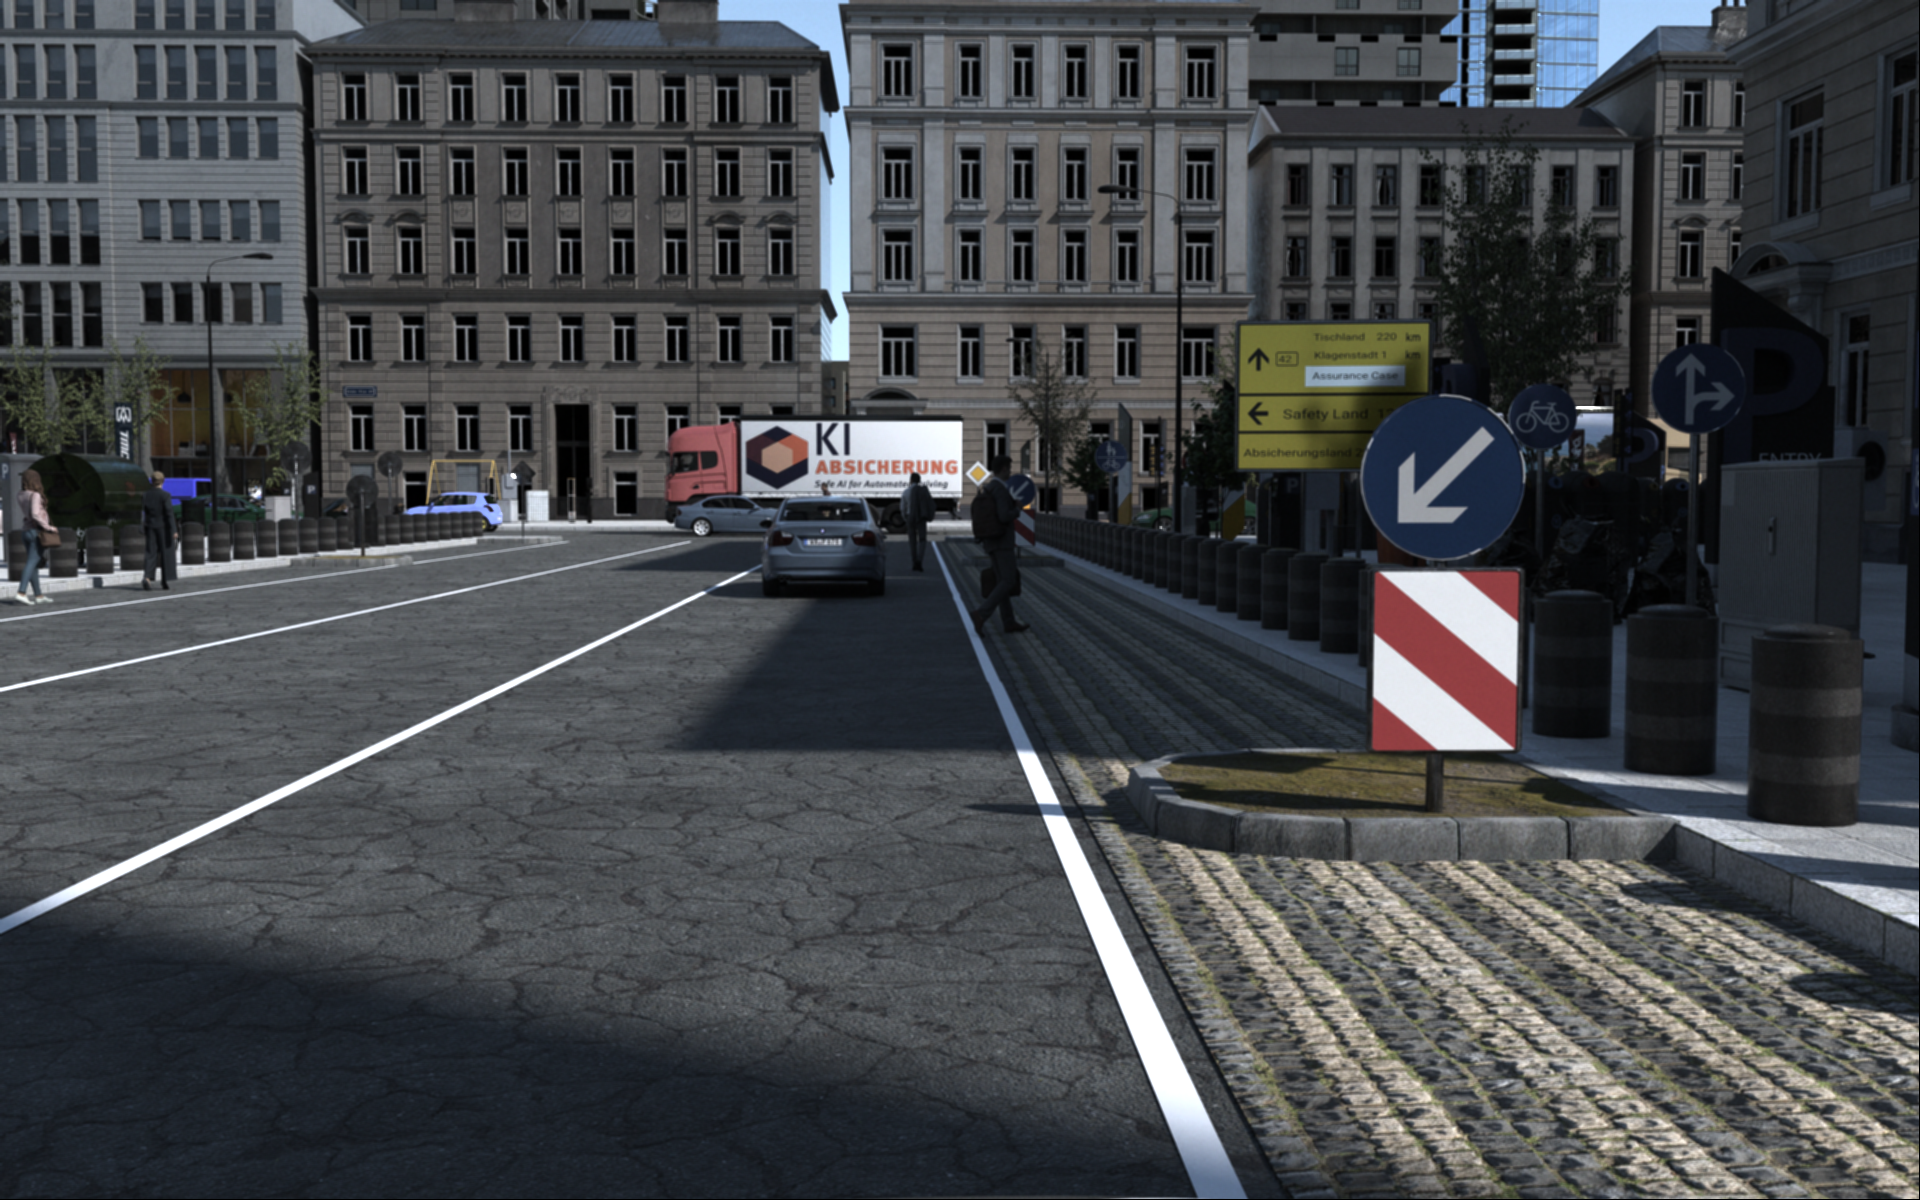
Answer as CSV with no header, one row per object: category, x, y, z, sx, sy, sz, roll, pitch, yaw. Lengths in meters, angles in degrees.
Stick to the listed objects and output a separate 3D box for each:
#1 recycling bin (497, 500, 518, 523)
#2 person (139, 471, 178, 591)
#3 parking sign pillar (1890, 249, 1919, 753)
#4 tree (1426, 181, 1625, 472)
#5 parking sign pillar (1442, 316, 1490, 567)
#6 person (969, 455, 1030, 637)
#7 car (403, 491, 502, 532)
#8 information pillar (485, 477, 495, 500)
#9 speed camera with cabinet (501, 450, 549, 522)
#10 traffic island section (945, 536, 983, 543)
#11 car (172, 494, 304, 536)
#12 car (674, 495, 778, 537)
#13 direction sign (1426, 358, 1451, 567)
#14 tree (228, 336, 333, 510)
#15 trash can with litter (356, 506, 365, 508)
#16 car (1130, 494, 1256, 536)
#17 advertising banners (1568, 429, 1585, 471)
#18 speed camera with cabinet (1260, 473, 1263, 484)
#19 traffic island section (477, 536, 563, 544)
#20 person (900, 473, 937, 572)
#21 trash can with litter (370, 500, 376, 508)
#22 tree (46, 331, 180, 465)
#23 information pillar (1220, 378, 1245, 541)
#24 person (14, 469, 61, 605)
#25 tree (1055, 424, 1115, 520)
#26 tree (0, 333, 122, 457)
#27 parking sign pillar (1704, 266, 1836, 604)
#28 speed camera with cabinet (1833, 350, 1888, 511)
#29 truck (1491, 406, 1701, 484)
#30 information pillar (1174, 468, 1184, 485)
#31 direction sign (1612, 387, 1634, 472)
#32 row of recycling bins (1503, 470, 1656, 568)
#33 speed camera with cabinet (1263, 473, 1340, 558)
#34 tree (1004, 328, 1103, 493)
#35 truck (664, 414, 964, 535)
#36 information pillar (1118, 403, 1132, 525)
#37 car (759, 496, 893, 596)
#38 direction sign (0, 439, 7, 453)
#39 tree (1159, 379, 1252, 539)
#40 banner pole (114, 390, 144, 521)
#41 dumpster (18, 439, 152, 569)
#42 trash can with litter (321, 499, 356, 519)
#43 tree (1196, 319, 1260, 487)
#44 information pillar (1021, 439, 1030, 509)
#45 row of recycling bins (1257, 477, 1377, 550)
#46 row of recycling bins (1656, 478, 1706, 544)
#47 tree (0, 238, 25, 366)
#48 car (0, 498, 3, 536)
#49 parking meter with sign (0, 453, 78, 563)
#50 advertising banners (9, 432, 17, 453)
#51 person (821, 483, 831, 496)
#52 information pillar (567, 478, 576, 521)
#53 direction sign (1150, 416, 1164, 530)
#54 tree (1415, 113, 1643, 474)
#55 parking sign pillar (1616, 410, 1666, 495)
recycling bin,-20.061,-3.928,76.773,0.722,1.027,0.722,1,4,10
person,-11.937,-1.033,25.815,0.576,1.772,0.534,-1,4,-11
parking sign pillar,5.468,-1.227,8.537,1.447,3.967,1.447,1,4,19
tree,13.117,-5.501,40.305,4.360,8.622,3.978,0,3,0
parking sign pillar,7.480,-2.272,25.616,1.447,3.967,1.447,0,4,5
person,0.377,-0.561,17.640,0.822,1.834,0.622,-2,4,-31
car,-19.249,-3.419,65.490,3.694,1.707,1.945,0,4,-2
information pillar,-20.275,-4.298,74.770,0.304,2.012,0.304,-3,4,-38
speed camera with cabinet,-19.683,-5.137,78.327,2.038,3.252,0.660,-1,4,-20
traffic island section,0.561,-1.801,51.728,2.009,0.180,2.903,0,4,-2
car,-23.903,-2.783,57.304,4.920,1.459,2.131,0,4,-3
car,-7.446,-2.870,58.924,4.499,1.417,2.014,0,4,-3
direction sign,7.728,-2.249,28.775,0.876,3.537,0.379,-1,4,-16
tree,-31.239,-7.948,80.320,4.737,8.622,4.395,0,3,0
trash can with litter,-25.441,-3.804,73.586,0.624,1.170,1.055,-2,4,-26
car,8.200,-2.845,58.311,4.920,1.459,2.131,0,4,-1
advertising banners,17.066,-3.055,46.133,0.090,3.025,2.074,-3,4,-38
speed camera with cabinet,8.993,-3.152,45.868,2.038,3.252,0.660,2,4,34
traffic island section,-12.975,-1.779,51.360,2.009,0.180,2.903,0,4,-2
person,-0.773,-1.444,32.216,0.679,1.850,0.850,0,4,3
trash can with litter,-26.853,-4.171,79.259,1.678,1.210,2.233,-2,4,-35
tree,-37.273,-7.779,77.545,4.737,8.622,4.395,0,3,0
information pillar,5.550,-2.682,35.212,0.504,3.616,0.183,-1,4,-12
person,-12.096,-0.823,22.550,0.593,1.750,0.643,2,4,32
tree,3.454,-3.249,47.724,1.663,3.219,1.824,0,3,0
tree,-42.482,-7.939,80.169,4.737,8.622,4.395,0,3,0
parking sign pillar,9.549,-1.954,20.417,1.447,3.967,1.447,1,4,9
speed camera with cabinet,11.626,-1.785,23.516,2.038,3.252,0.660,-1,4,-22
truck,18.825,-4.125,56.364,11.283,4.237,2.839,0,4,-1
information pillar,6.217,-2.708,48.768,0.304,2.012,0.304,-2,4,-32
direction sign,14.219,-2.765,37.201,0.379,3.537,0.876,0,4,-4
row of recycling bins,10.297,-1.390,29.839,3.534,1.692,1.069,-2,4,-30
speed camera with cabinet,5.171,-1.940,26.061,0.660,3.252,2.038,0,4,-3
tree,4.119,-7.768,77.367,4.360,8.622,3.978,0,3,0
truck,-5.545,-4.489,62.301,11.283,4.237,2.839,0,4,-3
information pillar,4.214,-3.239,44.310,0.183,3.616,0.504,-2,4,-34
car,-1.998,-0.840,25.742,2.014,1.417,4.499,0,4,-3
direction sign,-39.321,-4.840,71.139,0.876,3.537,0.379,2,4,35
tree,4.448,-2.105,29.015,1.663,3.219,1.824,0,3,0
banner pole,-19.956,-3.162,41.718,0.401,3.779,0.863,2,4,33
dumpster,-15.354,-1.710,30.445,1.502,2.255,1.985,0,4,-2
trash can with litter,-15.680,-1.925,42.865,0.624,1.170,1.055,3,5,44
tree,12.235,-7.534,73.544,4.737,8.622,4.395,0,3,0
information pillar,2.800,-5.040,73.755,0.504,3.616,0.183,-3,5,-42
row of recycling bins,8.501,-2.075,41.038,1.069,1.692,3.534,-3,5,-39
row of recycling bins,18.829,-2.283,44.446,3.534,1.692,1.069,0,4,2
tree,-24.574,-5.568,41.394,4.360,8.622,3.978,0,3,0
car,-29.694,-2.652,55.727,4.827,1.381,2.083,0,4,0
parking meter with sign,-17.554,-2.218,32.526,0.543,3.016,1.738,3,4,36
advertising banners,-26.980,-3.289,49.961,0.090,3.025,2.074,-1,4,-9
person,-4.588,-3.072,58.849,0.434,1.807,0.598,1,4,16
information pillar,-18.249,-4.704,81.400,0.304,2.012,0.304,0,4,1
direction sign,5.842,-3.593,50.748,0.379,3.537,0.876,1,4,9
tree,10.694,-5.104,33.811,4.737,8.622,4.395,0,3,0
parking sign pillar,19.971,-3.813,50.821,1.447,3.967,1.447,3,5,41
